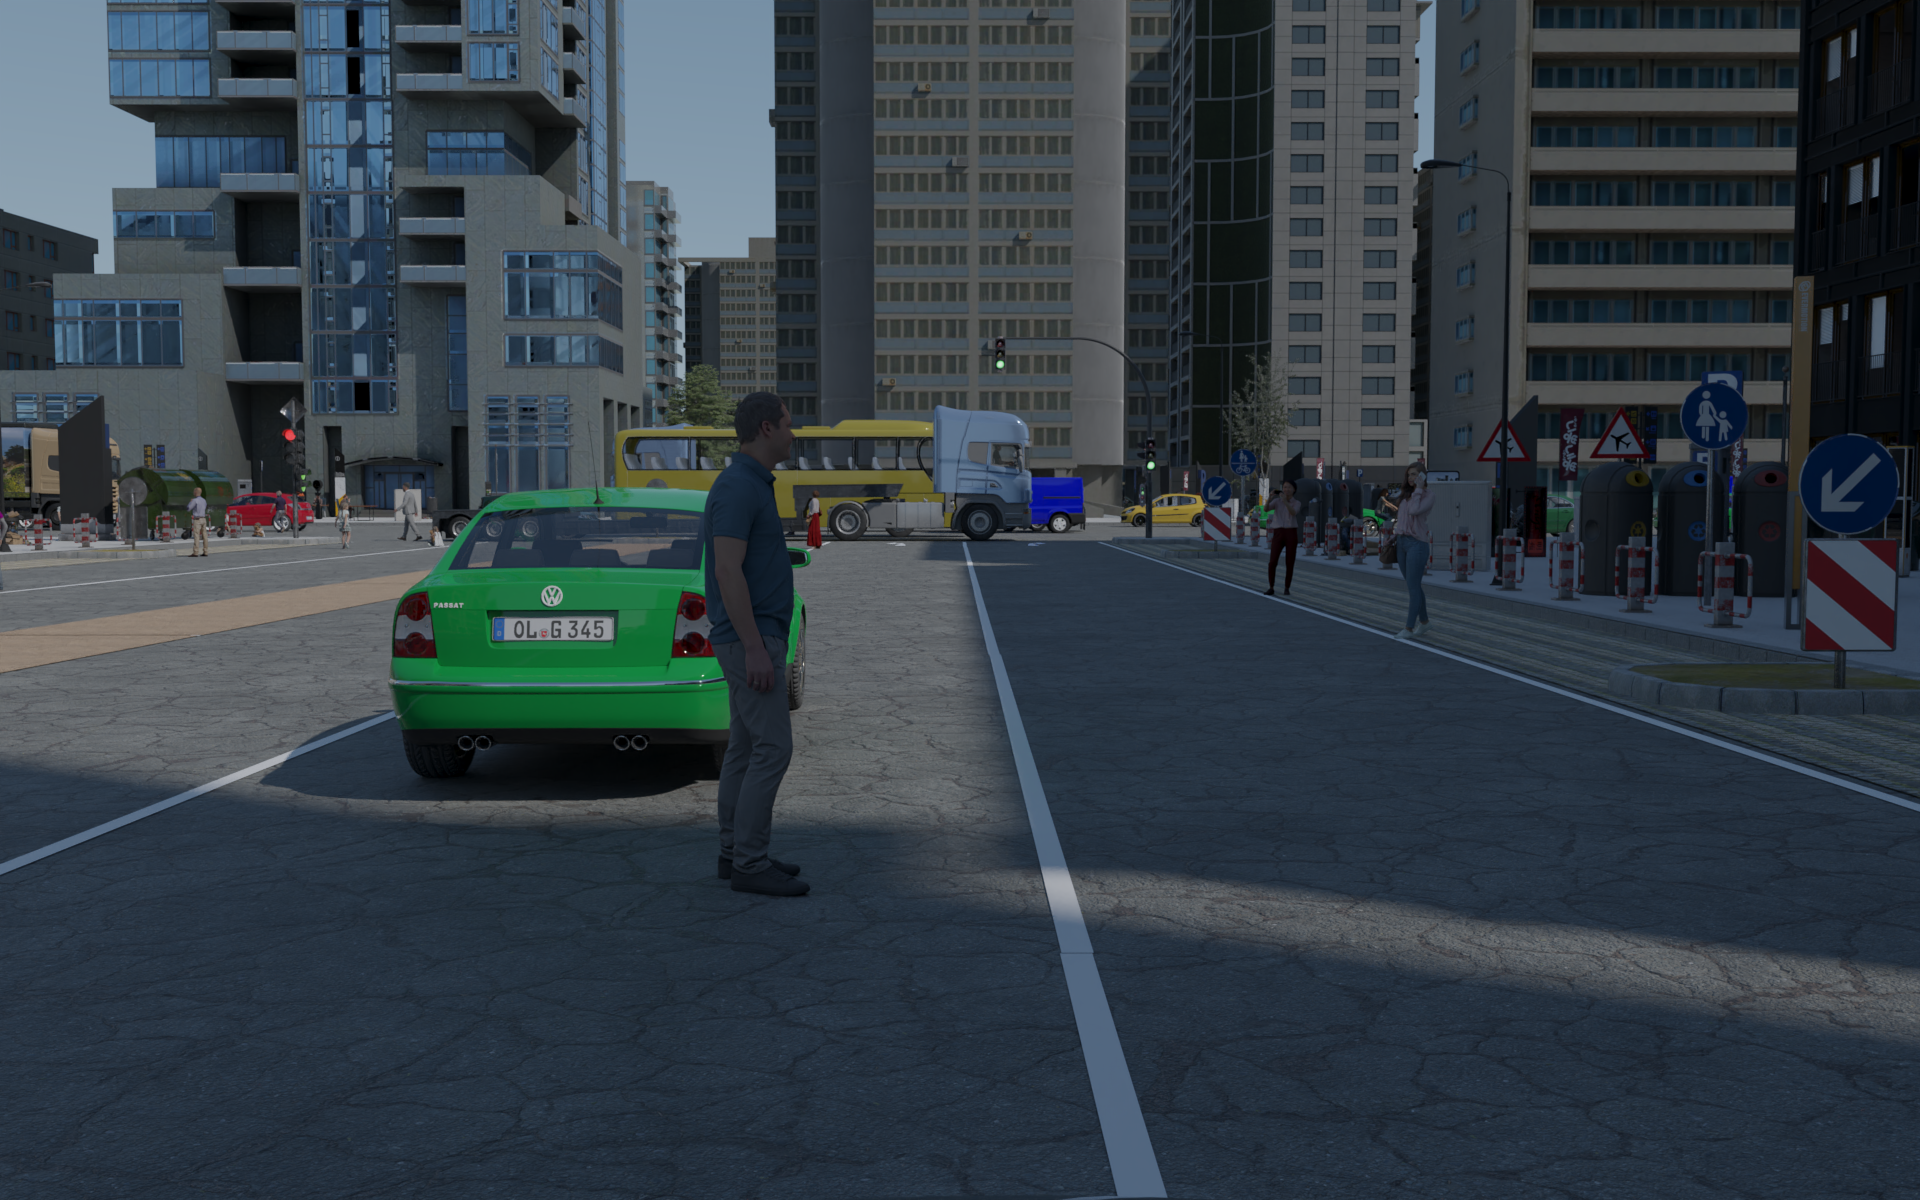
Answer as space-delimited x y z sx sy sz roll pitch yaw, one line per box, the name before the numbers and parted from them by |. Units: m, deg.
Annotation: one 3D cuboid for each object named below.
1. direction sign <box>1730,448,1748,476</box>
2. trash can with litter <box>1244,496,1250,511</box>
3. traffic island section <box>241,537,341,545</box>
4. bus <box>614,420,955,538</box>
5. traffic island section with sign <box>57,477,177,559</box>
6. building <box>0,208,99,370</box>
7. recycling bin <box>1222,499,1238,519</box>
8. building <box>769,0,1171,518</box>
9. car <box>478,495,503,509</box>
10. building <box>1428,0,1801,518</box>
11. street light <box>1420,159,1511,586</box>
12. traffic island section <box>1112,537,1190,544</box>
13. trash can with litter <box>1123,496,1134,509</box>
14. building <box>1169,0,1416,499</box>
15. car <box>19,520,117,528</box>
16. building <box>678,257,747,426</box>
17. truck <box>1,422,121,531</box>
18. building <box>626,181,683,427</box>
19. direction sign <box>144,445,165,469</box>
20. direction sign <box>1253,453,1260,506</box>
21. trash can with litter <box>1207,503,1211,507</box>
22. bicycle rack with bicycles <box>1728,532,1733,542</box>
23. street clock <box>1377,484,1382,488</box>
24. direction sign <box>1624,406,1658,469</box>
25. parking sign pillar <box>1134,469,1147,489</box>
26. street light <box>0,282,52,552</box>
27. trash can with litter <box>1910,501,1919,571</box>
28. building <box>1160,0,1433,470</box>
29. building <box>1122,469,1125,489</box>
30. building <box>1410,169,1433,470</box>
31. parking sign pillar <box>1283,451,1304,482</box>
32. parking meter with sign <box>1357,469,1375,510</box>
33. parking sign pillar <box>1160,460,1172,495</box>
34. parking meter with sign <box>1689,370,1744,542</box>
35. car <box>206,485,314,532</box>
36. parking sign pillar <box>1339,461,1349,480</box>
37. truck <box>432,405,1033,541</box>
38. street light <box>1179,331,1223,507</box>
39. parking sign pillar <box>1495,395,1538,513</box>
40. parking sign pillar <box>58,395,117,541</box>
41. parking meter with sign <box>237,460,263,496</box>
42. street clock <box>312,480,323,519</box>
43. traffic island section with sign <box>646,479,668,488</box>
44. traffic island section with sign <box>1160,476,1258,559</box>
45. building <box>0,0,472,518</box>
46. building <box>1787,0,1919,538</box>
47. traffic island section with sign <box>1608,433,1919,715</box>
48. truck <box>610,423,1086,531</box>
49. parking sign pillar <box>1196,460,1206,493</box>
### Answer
direction sign | 38.535 -5.738 85.814 0.379 3.537 0.876 -3 5 -42
trash can with litter | 19.709 -6.548 118.447 0.624 1.170 1.055 1 4 17
traffic island section | -19.285 -1.711 50.259 2.009 0.180 2.903 0 4 0
bus | -5.248 -4.070 58.093 12.252 3.916 2.896 0 4 -1
traffic island section with sign | -18.909 -1.864 39.100 1.989 1.847 2.006 0 4 0
building | -72.729 -15.831 103.876 28.899 21.520 27.650 0 4 0
recycling bin | 14.141 -4.780 90.700 0.722 1.027 0.722 1 4 23
building | 0.694 -25.438 107.785 23.993 40.220 32.217 0 4 0
car | -13.768 -2.837 56.180 4.222 1.686 2.009 0 4 1
building | 39.002 -29.113 99.705 21.600 48.544 21.300 0 4 0
street light | 7.081 -3.159 24.199 1.470 5.913 1.316 0 4 0
traffic island section | 5.506 -1.719 50.386 2.009 0.180 2.903 0 4 0
trash can with litter | 8.551 -4.528 85.413 1.055 1.170 0.624 0 4 6
building | 28.569 -44.026 158.070 20.563 71.187 20.611 0 4 0
car | -37.837 -3.935 73.381 4.494 1.783 2.155 0 4 0
building | -29.512 -35.051 264.970 23.993 40.220 32.217 0 4 0
truck | -38.497 -4.869 68.530 11.283 4.237 2.839 0 4 1
building | -57.079 -39.213 260.740 30.456 49.044 23.786 0 4 0
direction sign | -36.850 -5.340 79.305 0.876 3.537 0.379 -2 4 -27
direction sign | 16.307 -6.307 95.109 0.379 3.537 0.876 -1 4 -22
trash can with litter | 19.745 -7.499 133.996 0.624 1.170 1.055 3 4 36
bicycle rack with bicycles | 13.258 -0.986 29.503 2.925 0.926 2.852 -3 4 -38
street clock | 31.142 -7.585 128.585 0.358 2.002 0.471 -1 4 -13
direction sign | 17.579 -3.229 44.789 0.876 3.537 0.379 0 4 -6
parking sign pillar | 14.907 -9.479 143.453 1.447 3.967 1.447 1 4 13
street light | -20.595 -4.009 38.089 1.470 5.913 1.316 0 4 0
trash can with litter | 15.621 -1.065 28.806 1.055 1.170 0.624 -2 4 -30
building | 32.265 -36.367 183.840 28.713 52.752 27.495 0 4 0
building | 11.255 -37.056 260.484 28.867 44.769 22.147 0 4 0
building | 60.394 -29.988 182.189 23.993 40.220 32.217 0 4 0
parking sign pillar | 21.090 -7.401 109.481 1.447 3.967 1.447 3 5 41
parking meter with sign | 28.256 -7.552 119.741 0.543 3.016 1.738 -3 4 -36
parking sign pillar | 16.163 -9.133 137.795 1.447 3.967 1.447 2 4 35
parking meter with sign | 10.342 -1.694 23.958 0.543 3.016 1.738 2 4 34
car | -27.310 -3.533 66.808 4.494 1.783 2.155 0 4 -1
parking sign pillar | 31.457 -9.397 142.105 1.447 3.967 1.447 0 4 -6
truck | -6.500 -3.888 53.320 18.799 4.110 2.967 0 4 -2
street light | 6.941 -4.715 49.627 1.470 5.913 1.316 0 4 0
parking sign pillar | 15.086 -3.577 46.961 1.447 3.967 1.447 -3 4 -38
parking sign pillar | -24.044 -3.617 47.616 1.447 3.967 1.447 0 4 6
parking meter with sign | -36.993 -5.705 89.543 1.738 3.016 0.543 -1 4 -18
street clock | -32.624 -5.104 88.015 0.471 2.002 0.358 1 4 16
traffic island section with sign | -8.951 -2.594 50.548 2.006 1.907 1.989 0 4 0
traffic island section with sign | 5.568 -1.862 39.071 1.989 1.847 2.006 0 4 0
building | -34.764 -48.099 99.096 31.000 86.520 22.319 0 4 0
building | 25.056 -12.315 31.036 12.332 23.373 15.834 0 4 0
traffic island section with sign | 5.707 -0.213 12.116 1.989 1.847 2.006 0 4 0
truck | -4.616 -4.705 66.679 18.799 4.110 2.967 0 4 -1
parking sign pillar | 19.357 -9.223 139.263 1.447 3.967 1.447 2 4 27
